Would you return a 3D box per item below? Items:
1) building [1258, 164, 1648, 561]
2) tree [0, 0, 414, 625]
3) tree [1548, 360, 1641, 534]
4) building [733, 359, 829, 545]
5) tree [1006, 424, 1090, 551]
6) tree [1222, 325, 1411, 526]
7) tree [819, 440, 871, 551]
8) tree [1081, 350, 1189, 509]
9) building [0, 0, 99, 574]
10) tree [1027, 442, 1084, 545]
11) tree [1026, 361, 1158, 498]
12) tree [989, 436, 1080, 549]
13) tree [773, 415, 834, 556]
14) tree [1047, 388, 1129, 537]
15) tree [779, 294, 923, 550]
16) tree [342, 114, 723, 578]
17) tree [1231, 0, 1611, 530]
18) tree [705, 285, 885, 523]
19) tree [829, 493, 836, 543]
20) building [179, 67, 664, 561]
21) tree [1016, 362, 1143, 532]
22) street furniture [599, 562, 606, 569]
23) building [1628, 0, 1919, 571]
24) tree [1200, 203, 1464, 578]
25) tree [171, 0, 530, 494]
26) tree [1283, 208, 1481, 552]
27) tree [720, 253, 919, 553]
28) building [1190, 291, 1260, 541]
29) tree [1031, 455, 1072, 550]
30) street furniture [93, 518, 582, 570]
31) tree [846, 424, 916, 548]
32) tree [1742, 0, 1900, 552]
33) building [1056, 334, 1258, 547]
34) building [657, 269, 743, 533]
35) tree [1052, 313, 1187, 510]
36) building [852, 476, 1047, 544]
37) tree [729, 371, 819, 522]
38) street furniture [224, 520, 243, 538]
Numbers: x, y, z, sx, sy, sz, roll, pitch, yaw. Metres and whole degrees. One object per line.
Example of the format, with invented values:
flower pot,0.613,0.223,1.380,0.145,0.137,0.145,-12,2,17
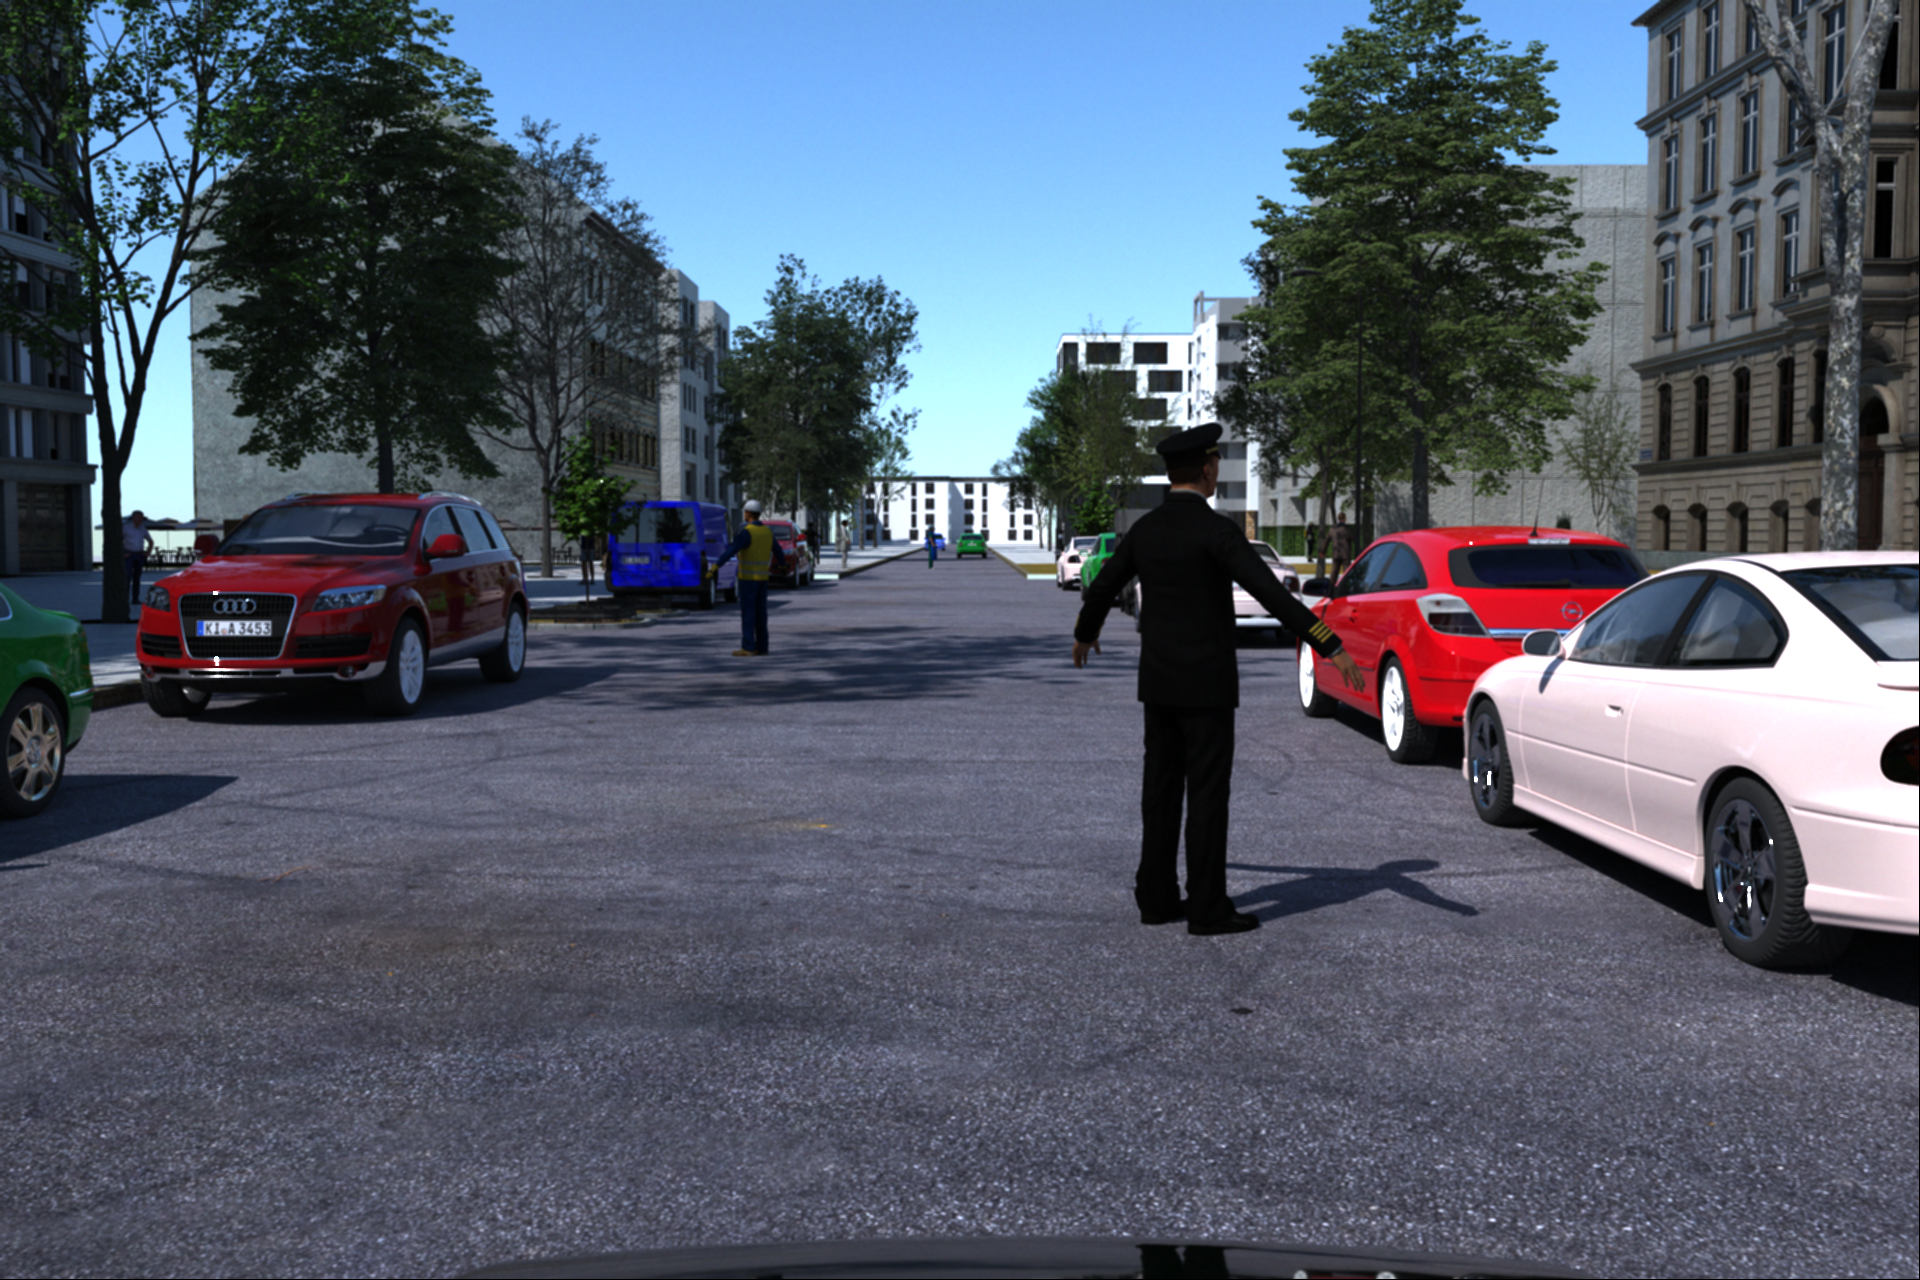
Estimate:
building,26.840,-13.775,91.679,16.747,18.905,31.486,0,4,0
tree,-12.065,-6.054,24.744,9.928,11.665,9.643,0,3,0
tree,27.030,-7.511,73.166,4.360,8.622,3.978,0,3,0
building,-24.061,-19.862,191.205,16.747,18.905,31.486,0,4,0
tree,7.065,-12.005,130.700,7.601,10.594,8.767,-3,4,-38
tree,15.293,-8.352,70.964,8.767,10.594,7.601,-2,4,-32
tree,-8.378,-10.911,128.752,4.737,8.622,4.395,0,3,0
tree,6.377,-7.251,68.919,4.360,8.622,3.978,0,3,0
building,-31.879,-12.248,46.934,8.464,21.280,15.925,0,4,1
tree,6.706,-9.851,111.430,4.360,8.622,3.978,0,3,0
tree,7.118,-9.761,94.000,7.601,10.594,8.767,-1,4,-16
tree,7.026,-13.313,152.081,8.767,10.594,7.601,-2,4,-28
tree,-8.393,-9.270,101.929,4.360,8.622,3.978,0,3,0
tree,6.601,-8.265,85.499,4.737,8.622,4.395,0,3,0
tree,-9.019,-17.349,139.546,12.611,20.169,13.585,0,3,0
tree,-12.053,-8.563,50.367,12.009,13.543,11.850,0,3,0
tree,9.287,-7.210,36.016,7.486,12.596,7.792,0,3,0
tree,-8.635,-11.257,90.713,9.857,13.997,8.962,0,3,0
tree,-18.332,-18.235,248.505,4.360,8.622,3.978,0,3,0
building,-26.592,-15.834,89.822,19.493,23.208,18.063,0,4,1
tree,7.184,-10.888,103.777,9.928,11.665,9.643,0,3,0
street furniture,-11.363,-3.242,68.630,5.734,0.657,10.072,0,4,-3
building,29.562,-13.824,45.114,14.460,24.649,34.723,0,3,0
tree,10.224,-6.904,47.297,7.601,10.594,8.767,-1,4,-13
tree,-12.324,-7.206,35.940,7.486,12.596,7.792,0,3,0
tree,14.586,-8.702,60.407,7.486,12.596,7.792,0,3,0
tree,-9.433,-16.034,118.043,12.611,20.169,13.585,0,3,0
building,23.257,-17.069,135.501,16.016,20.090,11.380,0,3,0
tree,7.113,-11.664,141.061,4.360,8.622,3.978,0,3,0
street furniture,-29.070,-3.808,67.290,27.439,1.986,14.083,0,4,1
tree,-7.886,-14.410,161.357,9.928,11.665,9.643,0,3,0
tree,9.392,-10.066,20.476,12.611,20.169,13.585,0,3,0
building,24.579,-21.339,192.863,27.936,21.610,32.646,0,4,1
building,-26.967,-16.207,131.447,16.747,18.905,31.486,0,4,0
tree,4.791,-6.614,58.497,4.360,8.622,3.978,0,3,0
building,-1.353,-18.752,251.196,28.070,9.664,9.099,0,4,4
tree,-8.854,-7.841,78.557,4.360,8.622,3.978,0,3,0
street furniture,-19.276,-2.904,54.327,11.010,1.723,9.812,0,4,4
